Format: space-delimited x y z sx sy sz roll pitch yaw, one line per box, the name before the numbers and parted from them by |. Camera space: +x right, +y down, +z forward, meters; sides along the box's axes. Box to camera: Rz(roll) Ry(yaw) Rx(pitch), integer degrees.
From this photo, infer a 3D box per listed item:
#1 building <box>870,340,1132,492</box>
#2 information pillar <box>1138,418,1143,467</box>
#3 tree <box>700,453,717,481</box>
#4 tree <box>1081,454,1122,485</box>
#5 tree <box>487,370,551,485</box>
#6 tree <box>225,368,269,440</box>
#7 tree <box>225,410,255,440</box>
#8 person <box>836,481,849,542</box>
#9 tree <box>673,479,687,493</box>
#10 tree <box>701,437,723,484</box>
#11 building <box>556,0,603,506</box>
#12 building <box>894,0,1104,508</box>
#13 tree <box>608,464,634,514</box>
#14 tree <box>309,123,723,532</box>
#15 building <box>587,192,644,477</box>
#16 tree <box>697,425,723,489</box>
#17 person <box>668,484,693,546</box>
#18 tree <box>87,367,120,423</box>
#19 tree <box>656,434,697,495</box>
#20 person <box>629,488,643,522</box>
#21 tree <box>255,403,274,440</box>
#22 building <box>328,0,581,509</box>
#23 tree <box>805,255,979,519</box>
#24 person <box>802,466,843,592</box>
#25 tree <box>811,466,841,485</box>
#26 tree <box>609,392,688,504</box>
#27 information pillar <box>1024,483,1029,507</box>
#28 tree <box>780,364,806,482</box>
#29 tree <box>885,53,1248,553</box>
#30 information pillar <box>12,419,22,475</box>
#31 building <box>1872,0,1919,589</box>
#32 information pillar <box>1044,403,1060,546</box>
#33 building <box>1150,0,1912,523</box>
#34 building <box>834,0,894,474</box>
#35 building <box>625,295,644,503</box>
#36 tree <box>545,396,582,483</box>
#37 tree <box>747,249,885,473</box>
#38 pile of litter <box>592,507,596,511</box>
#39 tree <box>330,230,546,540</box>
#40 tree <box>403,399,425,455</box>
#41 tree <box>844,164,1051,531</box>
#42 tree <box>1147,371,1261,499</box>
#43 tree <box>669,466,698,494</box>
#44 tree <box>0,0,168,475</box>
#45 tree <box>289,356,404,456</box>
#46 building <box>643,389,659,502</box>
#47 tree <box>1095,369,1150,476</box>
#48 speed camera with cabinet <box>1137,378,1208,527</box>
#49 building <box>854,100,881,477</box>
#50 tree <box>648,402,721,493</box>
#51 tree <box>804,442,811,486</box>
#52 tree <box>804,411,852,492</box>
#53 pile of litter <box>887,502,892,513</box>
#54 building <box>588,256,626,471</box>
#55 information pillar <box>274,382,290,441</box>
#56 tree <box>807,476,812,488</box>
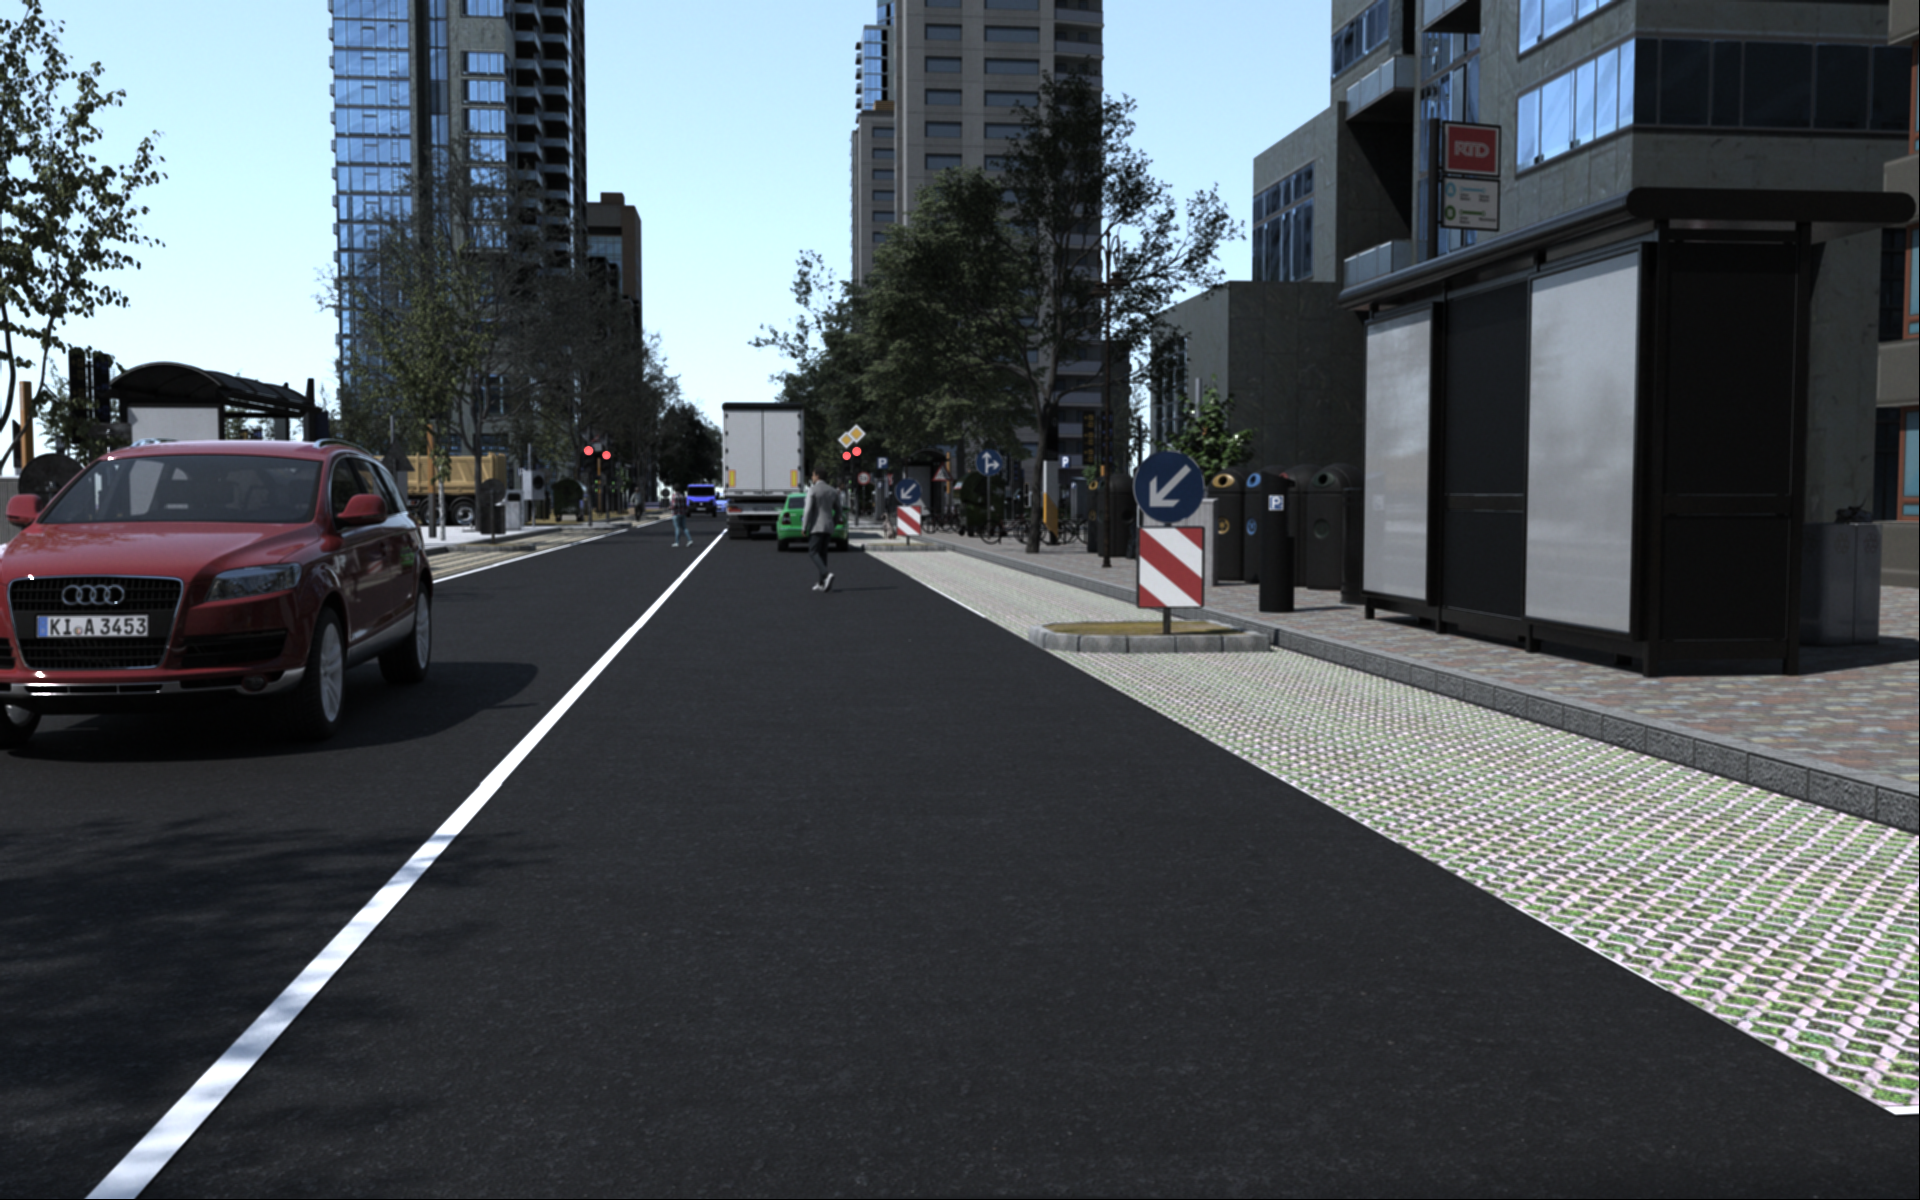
building | 3.953 -22.185 207.757 27.650 21.520 28.899 0 4 -7
information pillar | 5.578 -3.811 53.661 0.183 3.616 0.504 1 4 14
tree | -40.377 -20.154 263.927 7.601 10.594 8.767 2 4 27
tree | 11.359 -9.465 138.458 4.285 4.588 4.351 0 3 0
tree | -25.765 -9.276 102.030 4.360 8.622 3.978 0 3 0
tree | -42.900 -9.270 101.921 4.737 8.622 4.395 0 3 0
tree | -47.377 -9.648 108.114 4.360 8.622 3.978 0 3 0
person | -3.659 -2.635 51.691 0.679 1.850 0.850 -3 5 -44
tree | -30.887 -11.946 189.915 1.663 3.219 1.824 0 3 0
tree | -43.864 -22.567 294.720 9.928 11.665 9.643 0 3 0
building | -49.290 -45.912 188.906 20.563 71.187 20.611 0 4 -7
building | 3.794 -38.894 177.917 21.231 58.520 28.212 0 4 -7
tree | -22.003 -7.185 112.080 1.663 3.219 1.824 0 3 0
tree | -16.454 -9.063 58.544 12.009 13.543 11.850 0 3 0
building | -55.100 -37.306 260.055 14.600 45.320 14.200 0 4 -7
tree | -44.537 -24.623 309.245 9.857 13.997 8.962 0 3 0
person | -7.679 -2.333 47.484 0.643 1.720 0.563 3 4 37
tree | -47.080 -8.995 97.432 4.360 8.622 3.978 0 3 0
tree | -30.344 -14.297 184.117 4.737 8.622 4.395 0 3 0
person | -16.815 -4.941 89.771 0.515 1.767 0.782 3 5 42
tree | -50.557 -10.889 128.398 4.360 8.622 3.978 0 3 0
building | -46.981 -51.966 162.314 22.319 86.520 31.000 0 4 -7
tree | -3.387 -11.247 90.538 9.857 13.997 8.962 0 3 0
person | -1.999 -1.052 25.539 0.661 1.843 0.795 -3 4 -39
tree | -13.346 -11.653 174.241 4.285 4.588 4.351 0 3 0
tree | -26.556 -13.002 146.992 7.601 10.594 8.767 -1 4 -10
information pillar | 4.507 -6.866 116.758 0.304 2.012 0.304 1 4 8
tree | -11.776 -15.409 158.594 9.857 13.997 8.962 0 3 0
tree | 1.817 -6.279 37.071 7.601 10.594 8.767 3 5 41
information pillar | -29.501 -3.857 54.409 0.183 3.616 0.504 1 4 22
building | 28.284 -10.158 11.124 27.650 21.520 28.899 0 4 -7
information pillar | 2.271 -3.162 43.052 0.183 3.616 0.504 3 5 42
building | 19.756 -44.869 46.286 22.319 86.520 31.000 0 4 -7
building | -9.883 -60.128 295.769 22.319 86.520 31.000 0 4 -7
building | -52.767 -29.043 246.556 14.160 30.474 14.107 0 4 -7
tree | -28.071 -10.376 120.006 4.737 8.622 4.395 0 3 0
tree | -9.769 -17.090 135.315 12.611 20.169 13.585 0 3 0
pile of litter | -28.021 -7.405 135.042 1.719 0.858 1.176 0 4 -7
tree | -14.492 -5.940 47.486 4.737 8.622 4.395 0 3 0
tree | -32.290 -9.023 97.895 4.360 8.622 3.978 0 3 0
tree | -0.332 -8.704 60.438 7.486 12.596 7.792 0 3 0
tree | 4.001 -2.003 27.349 1.663 3.219 1.824 0 3 0
tree | -31.609 -13.103 197.939 4.285 4.588 4.351 0 3 0
tree | -12.000 -4.348 21.452 4.737 8.622 4.395 0 3 0
tree | -32.097 -8.521 89.679 4.360 8.622 3.978 0 3 0
building | -63.977 -26.717 281.860 27.650 21.520 28.899 0 4 -7
tree | 9.560 -9.112 99.347 4.360 8.622 3.978 0 3 0
speed camera with cabinet | 3.718 -2.199 30.283 0.660 3.252 2.038 -1 4 -15
building | -5.591 -44.325 266.713 21.231 58.520 28.212 0 4 -7
tree | -34.044 -18.065 212.367 9.611 12.733 9.660 0 3 0
tree | -27.295 -23.030 294.668 7.486 12.596 7.792 0 3 0
tree | -10.537 -11.901 144.937 4.737 8.622 4.395 0 3 0
pile of litter | -4.495 -6.234 115.891 1.176 0.858 1.719 0 4 1
building | -48.260 -26.667 207.711 14.160 30.474 14.107 0 4 -7
information pillar | -14.272 -2.762 36.521 0.504 3.616 0.183 3 5 39
tree | -18.230 -17.405 210.328 9.928 11.665 9.643 0 3 0
